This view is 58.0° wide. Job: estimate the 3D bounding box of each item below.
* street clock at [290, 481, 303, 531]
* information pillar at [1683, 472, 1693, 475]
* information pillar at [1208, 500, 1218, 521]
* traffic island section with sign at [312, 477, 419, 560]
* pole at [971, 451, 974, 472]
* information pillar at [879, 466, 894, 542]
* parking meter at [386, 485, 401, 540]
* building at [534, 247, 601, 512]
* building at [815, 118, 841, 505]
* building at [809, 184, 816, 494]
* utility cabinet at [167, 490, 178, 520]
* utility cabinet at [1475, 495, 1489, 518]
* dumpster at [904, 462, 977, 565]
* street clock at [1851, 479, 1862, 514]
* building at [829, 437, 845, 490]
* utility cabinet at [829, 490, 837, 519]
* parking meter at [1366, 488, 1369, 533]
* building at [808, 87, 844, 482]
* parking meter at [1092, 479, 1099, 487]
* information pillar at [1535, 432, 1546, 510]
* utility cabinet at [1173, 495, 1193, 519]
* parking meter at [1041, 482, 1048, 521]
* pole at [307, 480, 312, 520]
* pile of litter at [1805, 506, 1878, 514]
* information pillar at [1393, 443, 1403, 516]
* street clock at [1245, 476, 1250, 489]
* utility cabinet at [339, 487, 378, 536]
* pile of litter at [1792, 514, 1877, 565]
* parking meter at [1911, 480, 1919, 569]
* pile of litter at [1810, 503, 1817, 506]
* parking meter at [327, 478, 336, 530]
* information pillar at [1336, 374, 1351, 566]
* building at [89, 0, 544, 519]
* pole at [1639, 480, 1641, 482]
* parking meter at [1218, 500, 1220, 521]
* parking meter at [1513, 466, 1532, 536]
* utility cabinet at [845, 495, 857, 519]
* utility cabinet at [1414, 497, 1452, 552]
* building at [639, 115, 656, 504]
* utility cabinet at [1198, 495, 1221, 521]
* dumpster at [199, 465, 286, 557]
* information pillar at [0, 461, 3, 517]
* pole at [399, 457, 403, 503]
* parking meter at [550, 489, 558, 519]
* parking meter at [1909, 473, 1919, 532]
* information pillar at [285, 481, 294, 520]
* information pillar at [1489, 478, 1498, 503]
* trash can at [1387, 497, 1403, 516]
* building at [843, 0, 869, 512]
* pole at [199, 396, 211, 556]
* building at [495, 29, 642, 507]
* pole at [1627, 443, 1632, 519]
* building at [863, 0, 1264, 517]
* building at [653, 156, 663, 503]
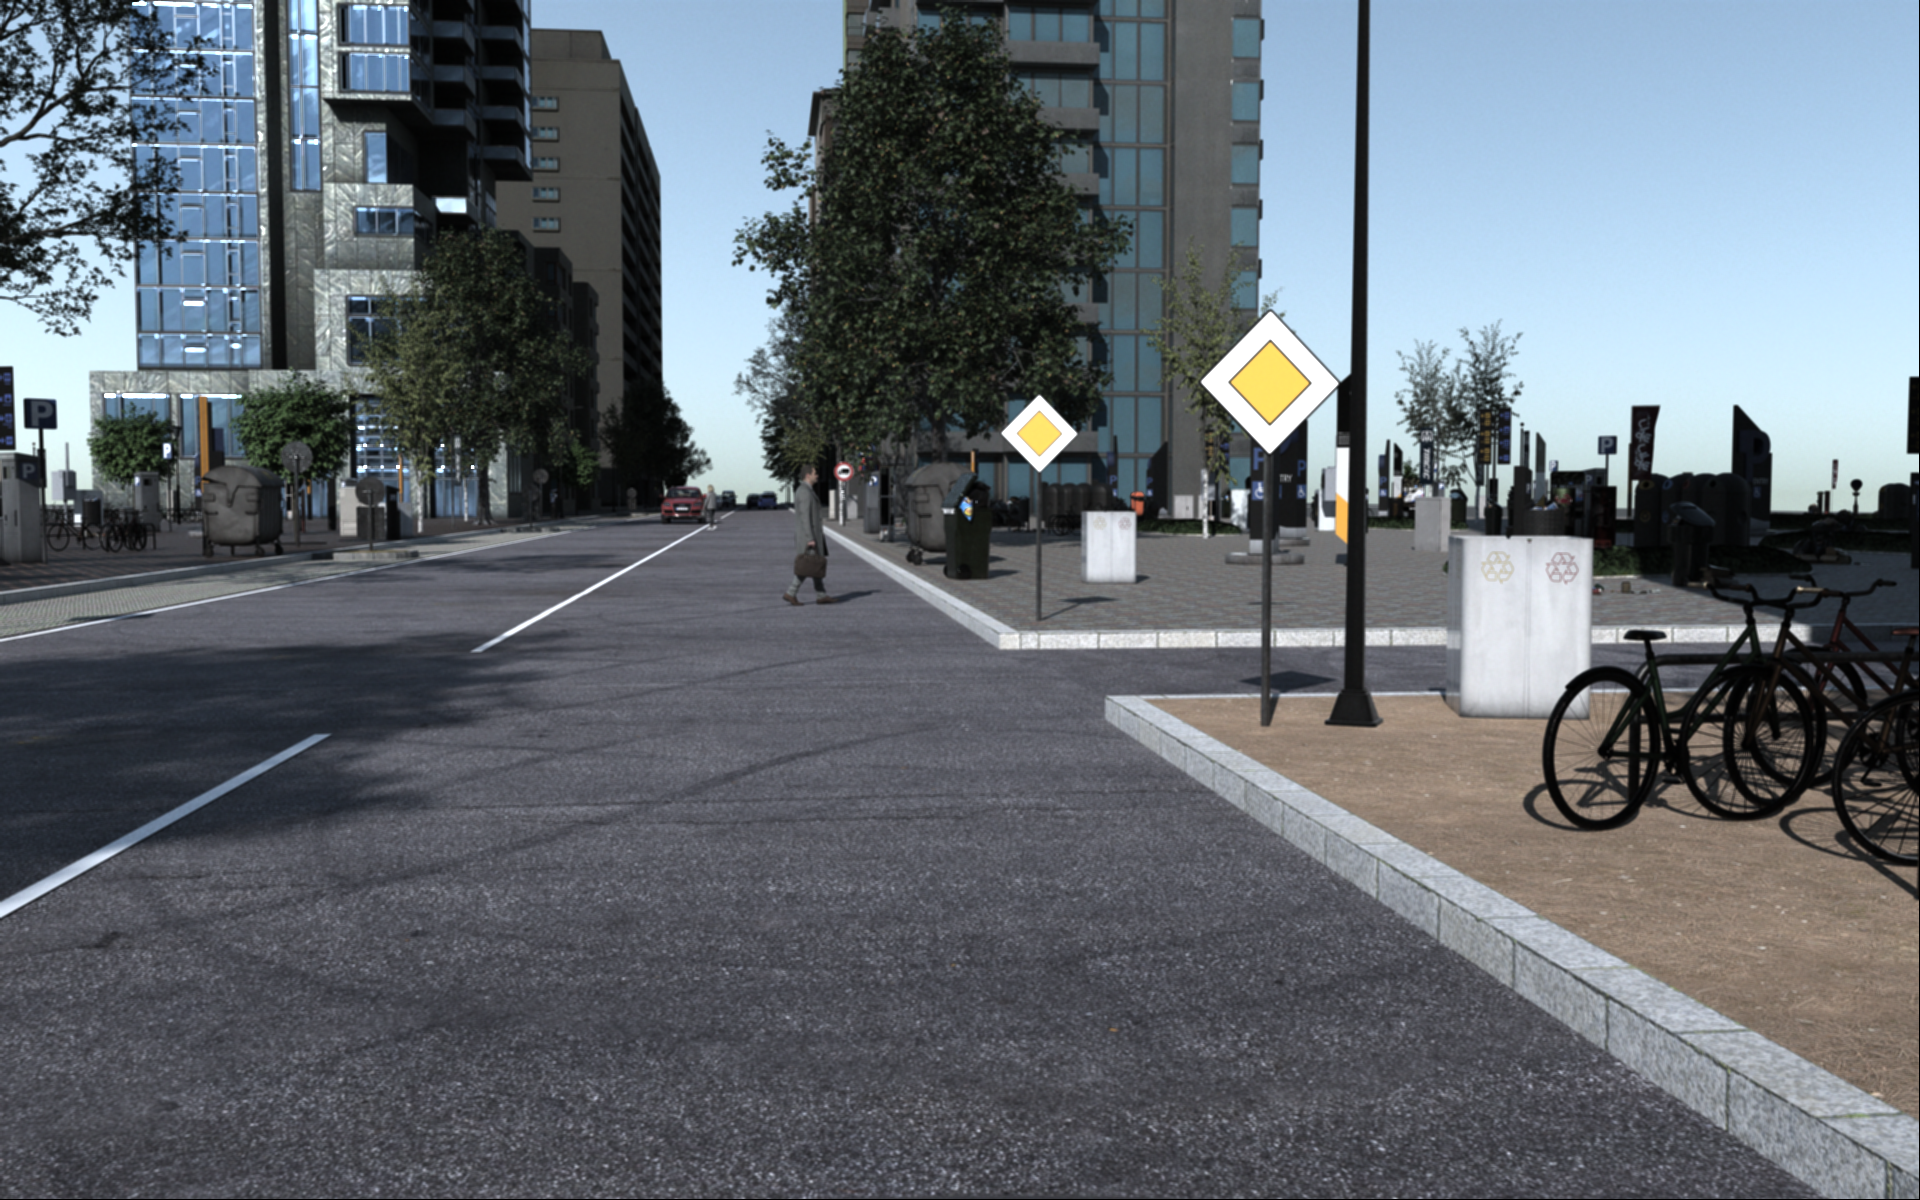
[{"bbox_3d":[-22.739,-3.354,59.403,0.471,2.002,0.358,-2,4,-32],"label":"street clock"},{"bbox_3d":[24.689,-3.321,58.792,0.304,2.012,0.304,2,4,32],"label":"information pillar"},{"bbox_3d":[9.601,-3.749,65.793,0.304,2.012,0.304,-1,4,-16],"label":"information pillar"},{"bbox_3d":[-13.177,-1.830,38.556,1.989,1.847,2.006,0,4,-6],"label":"traffic island section with sign"},{"bbox_3d":[0.610,-5.451,82.969,0.158,3.312,0.155,0,3,0],"label":"pole"},{"bbox_3d":[-1.950,-2.547,46.129,0.304,2.012,0.304,1,4,18],"label":"information pillar"},{"bbox_3d":[-15.879,-2.453,48.520,0.372,1.533,0.369,0,3,0],"label":"parking meter"},{"bbox_3d":[-43.416,-17.703,134.475,27.650,21.520,28.899,0,4,-6],"label":"building"},{"bbox_3d":[-9.071,-33.793,202.632,14.600,45.320,14.200,0,4,-6],"label":"building"},{"bbox_3d":[-14.127,-36.347,244.378,14.600,45.320,14.200,0,4,-6],"label":"building"},{"bbox_3d":[-39.270,-4.758,86.472,0.318,1.500,1.173,-1,4,-11],"label":"utility cabinet"},{"bbox_3d":[28.151,-4.996,92.843,1.020,1.237,0.306,0,4,5],"label":"utility cabinet"},{"bbox_3d":[-0.335,-1.592,31.781,1.264,1.857,1.865,0,4,-7],"label":"dumpster"},{"bbox_3d":[43.963,-4.918,84.980,0.471,2.002,0.358,1,4,11],"label":"street clock"},{"bbox_3d":[-7.389,-25.503,188.677,14.160,30.474,14.107,0,4,-6],"label":"building"},{"bbox_3d":[-6.419,-4.897,88.741,0.318,1.500,1.173,1,4,11],"label":"utility cabinet"},{"bbox_3d":[13.247,-2.973,57.012,0.372,1.533,0.369,0,3,0],"label":"parking meter"},{"bbox_3d":[-4.793,-38.813,223.823,28.713,52.752,27.495,0,4,-6],"label":"building"},{"bbox_3d":[5.331,-3.824,68.237,0.255,1.863,0.399,0,4,1],"label":"parking meter"},{"bbox_3d":[22.096,-4.565,65.985,0.504,3.616,0.183,-2,4,-35],"label":"information pillar"},{"bbox_3d":[11.613,-4.827,90.075,1.020,1.237,0.306,-1,4,-10],"label":"utility cabinet"},{"bbox_3d":[4.228,-4.976,87.069,0.399,1.863,0.255,-3,5,-44],"label":"parking meter"},{"bbox_3d":[-32.527,-5.672,86.584,0.158,3.312,0.155,0,3,0],"label":"pole"},{"bbox_3d":[25.151,-2.150,49.116,1.176,0.858,1.719,-3,4,-38],"label":"pile of litter"},{"bbox_3d":[20.025,-5.376,79.254,0.183,3.616,0.504,-2,4,-30],"label":"information pillar"},{"bbox_3d":[11.754,-3.998,69.931,0.471,2.002,0.358,0,4,4],"label":"street clock"},{"bbox_3d":[-18.094,-2.661,52.185,1.173,1.500,0.318,1,4,15],"label":"utility cabinet"},{"bbox_3d":[15.930,-1.105,32.035,1.176,0.858,1.719,-2,4,-30],"label":"pile of litter"},{"bbox_3d":[16.623,-1.311,29.846,0.372,1.533,0.369,0,3,0],"label":"parking meter"},{"bbox_3d":[38.914,-3.952,78.578,1.719,0.858,1.176,0,4,6],"label":"pile of litter"},{"bbox_3d":[-22.422,-3.429,61.782,0.255,1.863,0.399,-2,4,-26],"label":"parking meter"},{"bbox_3d":[6.947,-2.411,30.772,0.504,3.616,0.183,1,4,19],"label":"information pillar"},{"bbox_3d":[-36.746,-48.346,103.127,22.319,86.520,31.000,0,4,-6],"label":"building"},{"bbox_3d":[24.541,-4.193,62.399,0.158,3.312,0.155,0,3,0],"label":"pole"},{"bbox_3d":[10.137,-3.696,68.840,0.372,1.533,0.369,0,3,0],"label":"parking meter"},{"bbox_3d":[11.751,-1.864,36.183,0.255,1.863,0.399,3,5,43],"label":"parking meter"},{"bbox_3d":[-5.878,-4.853,90.514,1.020,1.237,0.306,-2,4,-30],"label":"utility cabinet"},{"bbox_3d":[10.618,-1.697,38.902,0.306,1.237,1.020,-1,4,-18],"label":"utility cabinet"},{"bbox_3d":[-48.307,-35.645,206.502,21.300,48.544,21.600,0,4,-6],"label":"building"},{"bbox_3d":[11.654,-4.259,80.803,1.020,1.237,0.306,1,4,19],"label":"utility cabinet"},{"bbox_3d":[-14.800,-1.835,35.754,1.264,1.857,1.865,0,4,-6],"label":"dumpster"},{"bbox_3d":[-21.328,-2.095,38.747,0.304,2.012,0.304,3,5,40],"label":"information pillar"},{"bbox_3d":[-28.638,-5.804,88.746,0.158,3.312,0.155,0,3,0],"label":"pole"},{"bbox_3d":[-21.305,-5.045,90.900,0.372,1.533,0.369,0,3,0],"label":"parking meter"},{"bbox_3d":[26.079,-2.534,47.150,0.399,1.863,0.255,-2,4,-26],"label":"parking meter"},{"bbox_3d":[-32.909,-4.925,85.022,0.304,2.012,0.304,-1,4,-8],"label":"information pillar"},{"bbox_3d":[25.129,-4.718,81.625,0.304,2.012,0.304,-2,4,-27],"label":"information pillar"},{"bbox_3d":[18.636,-3.816,74.042,0.748,1.137,0.748,0,3,0],"label":"trash can"},{"bbox_3d":[-1.809,-27.357,130.878,14.154,41.232,14.086,0,4,-6],"label":"building"},{"bbox_3d":[-15.678,-2.576,35.967,0.158,3.312,0.155,0,3,0],"label":"pole"},{"bbox_3d":[-46.078,-34.334,185.057,21.300,48.544,21.600,0,4,-6],"label":"building"},{"bbox_3d":[26.991,-4.643,69.754,0.158,3.312,0.155,0,3,0],"label":"pole"},{"bbox_3d":[5.518,-29.899,108.450,23.786,49.044,30.456,0,4,-6],"label":"building"},{"bbox_3d":[-50.777,-37.000,228.648,21.300,48.544,21.600,0,4,-6],"label":"building"}]
